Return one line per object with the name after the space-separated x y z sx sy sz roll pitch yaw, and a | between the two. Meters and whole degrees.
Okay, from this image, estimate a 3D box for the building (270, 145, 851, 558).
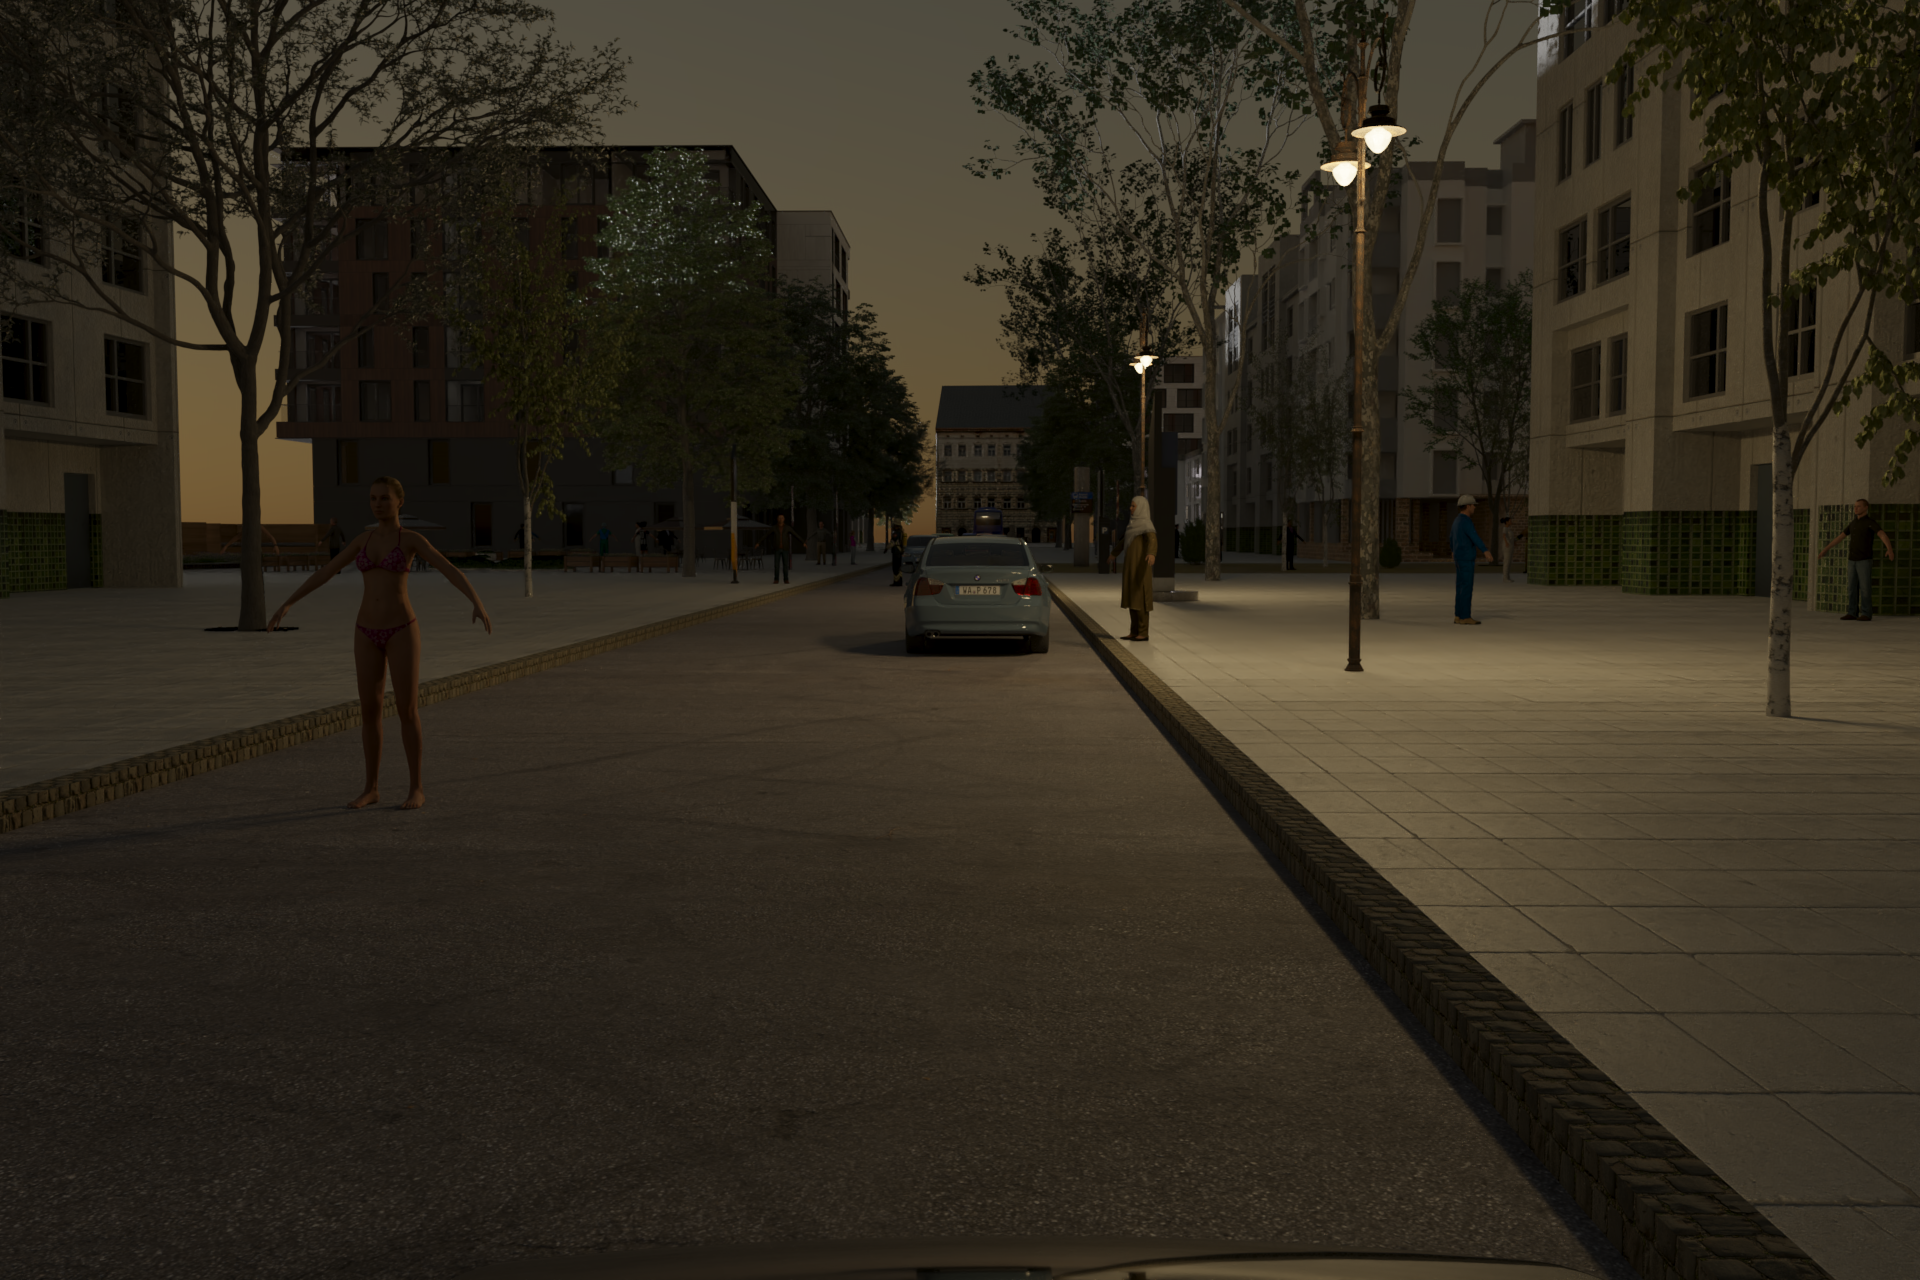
-22.102 -16.136 107.801 27.936 21.610 32.646 0 4 1 | building

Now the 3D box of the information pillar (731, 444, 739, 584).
-5.845 -3.269 44.803 0.183 3.616 0.504 0 4 0 | information pillar

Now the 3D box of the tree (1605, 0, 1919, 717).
5.897 -3.755 11.752 4.737 8.622 4.395 0 3 0 | tree

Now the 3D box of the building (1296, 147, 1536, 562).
23.159 -14.368 91.335 16.016 20.090 11.380 0 4 2 | building

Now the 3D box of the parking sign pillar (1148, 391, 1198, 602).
3.889 -2.749 33.412 1.447 3.967 1.447 0 4 1 | parking sign pillar

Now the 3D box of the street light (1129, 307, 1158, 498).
3.742 -3.831 35.429 0.468 5.910 1.993 0 4 1 | street light

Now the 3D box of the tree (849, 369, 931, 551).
-6.742 -13.666 130.099 9.857 13.997 8.962 0 3 0 | tree

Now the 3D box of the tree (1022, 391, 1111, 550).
8.562 -13.356 136.503 7.486 12.596 7.792 0 3 0 | tree

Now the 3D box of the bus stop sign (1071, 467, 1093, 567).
4.789 -4.840 68.148 0.837 3.901 0.837 0 4 2 | bus stop sign

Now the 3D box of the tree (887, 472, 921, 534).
-5.764 -12.489 154.564 4.737 8.622 4.395 0 3 0 | tree

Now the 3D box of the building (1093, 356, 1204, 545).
30.376 -22.687 214.911 27.936 21.610 32.646 0 4 1 | building

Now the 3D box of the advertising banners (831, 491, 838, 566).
-5.072 -4.536 70.347 0.090 3.025 2.074 0 4 2 | advertising banners

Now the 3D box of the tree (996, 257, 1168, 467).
8.431 -16.165 120.187 12.611 20.169 13.585 0 3 0 | tree

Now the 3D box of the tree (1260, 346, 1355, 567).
14.340 -7.121 66.798 4.360 8.622 3.978 0 3 0 | tree

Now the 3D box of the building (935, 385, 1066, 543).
6.369 -25.717 253.858 18.063 23.208 19.493 0 4 5 | building

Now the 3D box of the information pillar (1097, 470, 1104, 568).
5.233 -4.471 64.411 0.184 3.620 1.656 0 4 2 | information pillar

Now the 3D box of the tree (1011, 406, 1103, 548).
9.271 -15.647 162.488 9.857 13.997 8.962 0 3 0 | tree

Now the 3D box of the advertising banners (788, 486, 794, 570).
-6.090 -4.024 61.985 0.090 3.025 2.074 0 4 3 | advertising banners

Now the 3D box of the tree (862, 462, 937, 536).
-6.228 -13.869 161.170 8.767 10.594 7.601 0 4 4 | tree

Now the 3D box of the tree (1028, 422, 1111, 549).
9.682 -13.712 149.951 9.928 11.665 9.643 0 3 0 | tree

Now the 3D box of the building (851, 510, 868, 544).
-21.350 -21.653 220.485 16.747 18.905 31.486 0 4 2 | building

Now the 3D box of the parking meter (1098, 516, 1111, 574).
4.654 -3.056 55.671 0.399 1.863 0.255 0 4 2 | parking meter

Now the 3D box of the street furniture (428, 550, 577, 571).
-16.759 -3.071 65.831 5.734 0.657 10.072 0 4 -3 | street furniture

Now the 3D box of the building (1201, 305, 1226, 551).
24.781 -17.348 140.066 16.016 20.090 11.380 0 4 1 | building

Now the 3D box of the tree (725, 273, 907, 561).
-7.231 -10.833 83.776 9.857 13.997 8.962 0 3 0 | tree

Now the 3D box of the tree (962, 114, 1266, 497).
6.981 -13.667 79.351 12.611 20.169 13.585 0 3 0 | tree

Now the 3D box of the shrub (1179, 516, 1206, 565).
9.809 -4.131 71.580 1.661 2.075 1.752 0 3 0 | shrub

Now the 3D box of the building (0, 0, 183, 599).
-27.470 -9.737 25.660 16.747 18.905 31.486 0 4 1 | building

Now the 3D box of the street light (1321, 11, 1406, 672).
3.691 -2.645 16.038 0.468 5.910 1.993 0 4 1 | street light

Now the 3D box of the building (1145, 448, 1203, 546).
24.468 -14.757 183.425 9.099 9.664 28.070 0 4 1 | building

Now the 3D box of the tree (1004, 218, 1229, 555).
9.622 -15.138 103.400 12.611 20.169 13.585 0 3 0 | tree

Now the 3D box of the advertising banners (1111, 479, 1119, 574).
5.049 -3.678 56.321 0.090 3.025 2.074 0 4 1 | advertising banners

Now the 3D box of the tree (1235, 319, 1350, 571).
11.064 -6.716 60.164 4.360 8.622 3.978 0 3 0 | tree

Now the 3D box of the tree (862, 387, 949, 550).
-6.050 -14.268 143.650 12.009 13.543 11.850 0 3 0 | tree

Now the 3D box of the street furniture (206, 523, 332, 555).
-30.977 -4.183 75.241 11.010 1.723 9.812 0 4 0 | street furniture

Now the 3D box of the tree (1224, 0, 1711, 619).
5.459 -10.300 24.288 12.611 20.169 13.585 0 3 0 | tree

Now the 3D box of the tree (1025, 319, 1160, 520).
7.160 -10.632 91.967 7.486 12.596 7.792 0 3 0 | tree

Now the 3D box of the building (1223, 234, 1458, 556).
27.386 -14.943 110.775 16.747 18.905 31.486 0 4 1 | building

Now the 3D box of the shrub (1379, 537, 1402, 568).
16.063 -3.277 64.694 1.383 1.207 1.383 0 3 0 | shrub

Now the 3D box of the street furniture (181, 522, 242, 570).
-29.513 -3.481 63.762 9.812 1.723 11.010 1 4 16 | street furniture

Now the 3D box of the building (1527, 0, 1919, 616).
22.595 -9.883 28.040 16.747 18.905 31.486 0 4 1 | building

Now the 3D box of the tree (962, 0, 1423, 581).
5.817 -11.637 46.159 12.611 20.169 13.585 0 3 0 | tree
